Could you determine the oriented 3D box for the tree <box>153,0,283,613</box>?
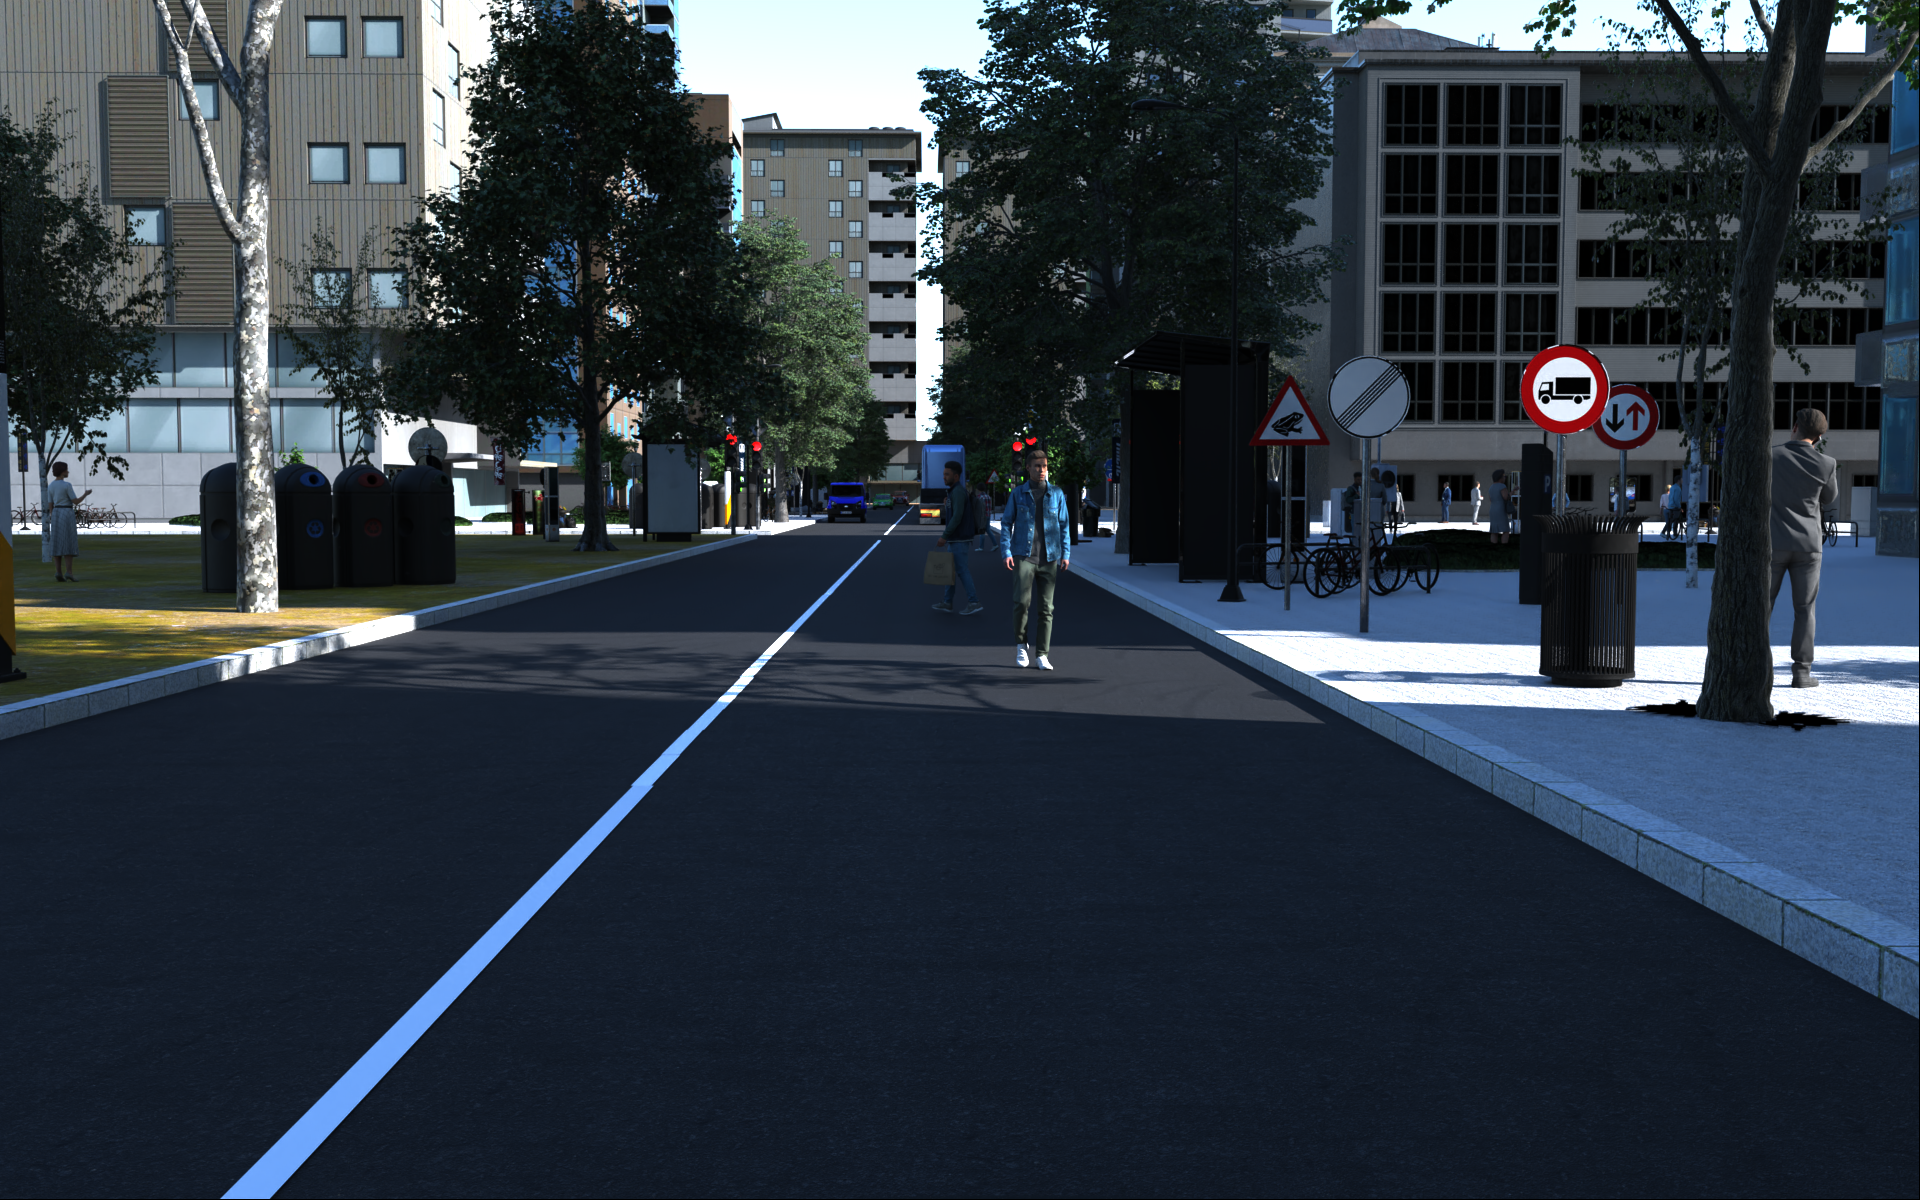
[{"bbox_3d":[-8.636,-10.001,19.407,12.611,20.169,13.585,0,3,0],"label":"tree"}]

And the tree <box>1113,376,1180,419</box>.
[{"bbox_3d":[11.512,-8.916,96.145,4.360,8.622,3.978,0,3,0],"label":"tree"}]

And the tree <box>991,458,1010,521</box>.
[{"bbox_3d":[2.078,-5.373,82.457,1.663,3.219,1.824,0,3,0],"label":"tree"}]

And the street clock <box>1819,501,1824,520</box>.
[{"bbox_3d":[30.920,-3.525,62.210,0.471,2.002,0.358,0,4,-7],"label":"street clock"}]

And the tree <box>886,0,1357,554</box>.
[{"bbox_3d":[3.573,-7.982,37.154,9.857,13.997,8.962,0,3,0],"label":"tree"}]

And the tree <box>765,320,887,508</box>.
[{"bbox_3d":[-9.683,-11.922,113.044,7.486,12.596,7.792,0,3,0],"label":"tree"}]

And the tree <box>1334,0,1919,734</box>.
[{"bbox_3d":[4.564,-5.119,9.443,9.928,11.665,9.643,0,3,0],"label":"tree"}]

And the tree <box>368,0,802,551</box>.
[{"bbox_3d":[-8.373,-7.449,38.795,9.611,12.733,9.660,0,3,0],"label":"tree"}]

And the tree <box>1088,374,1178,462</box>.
[{"bbox_3d":[9.942,-9.528,106.149,4.737,8.622,4.395,0,3,0],"label":"tree"}]

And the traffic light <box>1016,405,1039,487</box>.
[{"bbox_3d":[2.189,-3.997,54.268,0.839,4.253,0.868,0,4,-1],"label":"traffic light"}]

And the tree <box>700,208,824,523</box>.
[{"bbox_3d":[-7.969,-10.443,77.398,9.857,13.997,8.962,0,3,0],"label":"tree"}]

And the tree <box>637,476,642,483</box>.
[{"bbox_3d":[-24.450,-8.531,134.079,1.663,3.219,1.824,0,3,0],"label":"tree"}]

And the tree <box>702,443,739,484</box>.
[{"bbox_3d":[-14.415,-7.471,105.871,4.285,4.588,4.351,0,3,0],"label":"tree"}]

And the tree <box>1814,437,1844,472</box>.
[{"bbox_3d":[25.107,-3.488,51.628,1.663,3.219,1.824,0,3,0],"label":"tree"}]

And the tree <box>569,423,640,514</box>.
[{"bbox_3d":[-16.079,-5.835,79.118,4.285,4.588,4.351,0,3,0],"label":"tree"}]

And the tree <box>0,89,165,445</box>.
[{"bbox_3d":[-24.925,-7.620,41.601,9.611,12.733,9.660,0,3,0],"label":"tree"}]

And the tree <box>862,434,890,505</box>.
[{"bbox_3d":[-10.350,-15.368,201.628,4.737,8.622,4.395,0,3,0],"label":"tree"}]

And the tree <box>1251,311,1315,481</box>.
[{"bbox_3d":[12.115,-7.317,69.995,4.360,8.622,3.978,0,3,0],"label":"tree"}]

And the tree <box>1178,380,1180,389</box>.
[{"bbox_3d":[12.033,-10.083,115.224,4.737,8.622,4.395,0,3,0],"label":"tree"}]

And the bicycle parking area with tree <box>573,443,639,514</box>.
[{"bbox_3d":[-17.830,-6.865,99.241,9.016,4.147,8.231,1,4,22],"label":"bicycle parking area with tree"}]

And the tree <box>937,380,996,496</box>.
[{"bbox_3d":[1.076,-15.255,167.545,7.486,12.596,7.792,0,3,0],"label":"tree"}]

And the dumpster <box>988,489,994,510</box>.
[{"bbox_3d":[2.720,-7.184,119.946,1.502,2.255,1.985,0,4,-1],"label":"dumpster"}]

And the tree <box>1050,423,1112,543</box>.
[{"bbox_3d":[2.928,-3.145,46.022,1.663,3.219,1.824,0,3,0],"label":"tree"}]

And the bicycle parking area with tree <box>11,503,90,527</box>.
[{"bbox_3d":[-39.720,-5.031,69.253,9.016,4.147,8.231,1,4,17],"label":"bicycle parking area with tree"}]

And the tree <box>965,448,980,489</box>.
[{"bbox_3d":[1.656,-7.908,113.011,4.285,4.588,4.351,0,3,0],"label":"tree"}]

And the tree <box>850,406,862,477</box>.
[{"bbox_3d":[-11.501,-16.403,193.942,9.928,11.665,9.643,0,3,0],"label":"tree"}]

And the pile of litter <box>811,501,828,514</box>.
[{"bbox_3d":[-8.807,-5.843,109.497,1.719,0.858,1.176,0,4,0],"label":"pile of litter"}]

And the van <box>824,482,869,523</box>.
[{"bbox_3d":[-5.710,-5.099,87.750,2.240,2.365,5.245,0,4,-2],"label":"van"}]

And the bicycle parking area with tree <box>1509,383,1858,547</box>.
[{"bbox_3d":[18.229,-3.531,44.730,8.231,4.147,9.016,1,4,14],"label":"bicycle parking area with tree"}]

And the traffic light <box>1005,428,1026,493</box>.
[{"bbox_3d":[2.027,-4.485,62.251,0.839,4.253,0.868,0,4,-1],"label":"traffic light"}]

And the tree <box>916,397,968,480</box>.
[{"bbox_3d":[-0.218,-17.155,197.489,9.611,12.733,9.660,0,3,0],"label":"tree"}]

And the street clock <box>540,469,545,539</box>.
[{"bbox_3d":[-11.757,-2.736,49.311,0.358,2.002,0.471,1,4,9],"label":"street clock"}]

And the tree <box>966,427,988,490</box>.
[{"bbox_3d":[1.704,-12.040,147.219,4.360,8.622,3.978,0,3,0],"label":"tree"}]

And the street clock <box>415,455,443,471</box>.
[{"bbox_3d":[-9.801,-1.678,32.004,0.471,2.002,0.358,-1,4,-13],"label":"street clock"}]

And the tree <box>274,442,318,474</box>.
[{"bbox_3d":[-24.436,-4.241,63.941,1.663,3.219,1.824,0,3,0],"label":"tree"}]

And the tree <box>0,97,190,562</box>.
[{"bbox_3d":[-16.953,-5.009,32.257,4.360,8.622,3.978,0,3,0],"label":"tree"}]

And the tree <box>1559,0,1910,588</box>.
[{"bbox_3d":[10.271,-4.472,23.476,4.360,8.622,3.978,0,3,0],"label":"tree"}]

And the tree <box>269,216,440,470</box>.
[{"bbox_3d":[-16.425,-5.901,46.852,4.360,8.622,3.978,0,3,0],"label":"tree"}]

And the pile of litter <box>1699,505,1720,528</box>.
[{"bbox_3d":[28.713,-3.211,66.458,1.719,0.858,1.176,0,4,-3],"label":"pile of litter"}]

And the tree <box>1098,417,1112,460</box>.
[{"bbox_3d":[12.257,-11.085,131.603,4.360,8.622,3.978,0,3,0],"label":"tree"}]

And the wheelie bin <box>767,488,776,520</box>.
[{"bbox_3d":[-9.029,-4.718,85.047,0.980,1.594,0.693,3,4,38],"label":"wheelie bin"}]

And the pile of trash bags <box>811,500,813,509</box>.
[{"bbox_3d":[-10.643,-6.552,116.873,1.912,1.369,3.447,0,4,1],"label":"pile of trash bags"}]

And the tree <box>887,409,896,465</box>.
[{"bbox_3d":[-10.109,-15.776,176.070,7.486,12.596,7.792,0,3,0],"label":"tree"}]

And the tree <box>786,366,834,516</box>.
[{"bbox_3d":[-9.089,-9.148,99.932,4.360,8.622,3.978,0,3,0],"label":"tree"}]

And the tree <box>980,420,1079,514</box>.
[{"bbox_3d":[3.056,-5.002,65.498,4.285,4.588,4.351,0,3,0],"label":"tree"}]

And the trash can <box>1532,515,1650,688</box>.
[{"bbox_3d":[4.234,-0.001,11.671,0.748,1.137,0.748,0,3,0],"label":"trash can"}]

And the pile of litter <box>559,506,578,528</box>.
[{"bbox_3d":[-15.095,-3.111,64.825,1.719,0.858,1.176,-2,4,-26],"label":"pile of litter"}]

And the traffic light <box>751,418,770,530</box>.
[{"bbox_3d":[-7.232,-4.473,62.048,0.839,4.253,0.868,0,4,-1],"label":"traffic light"}]

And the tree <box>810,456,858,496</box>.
[{"bbox_3d":[-9.880,-9.547,139.801,4.285,4.588,4.351,0,3,0],"label":"tree"}]
